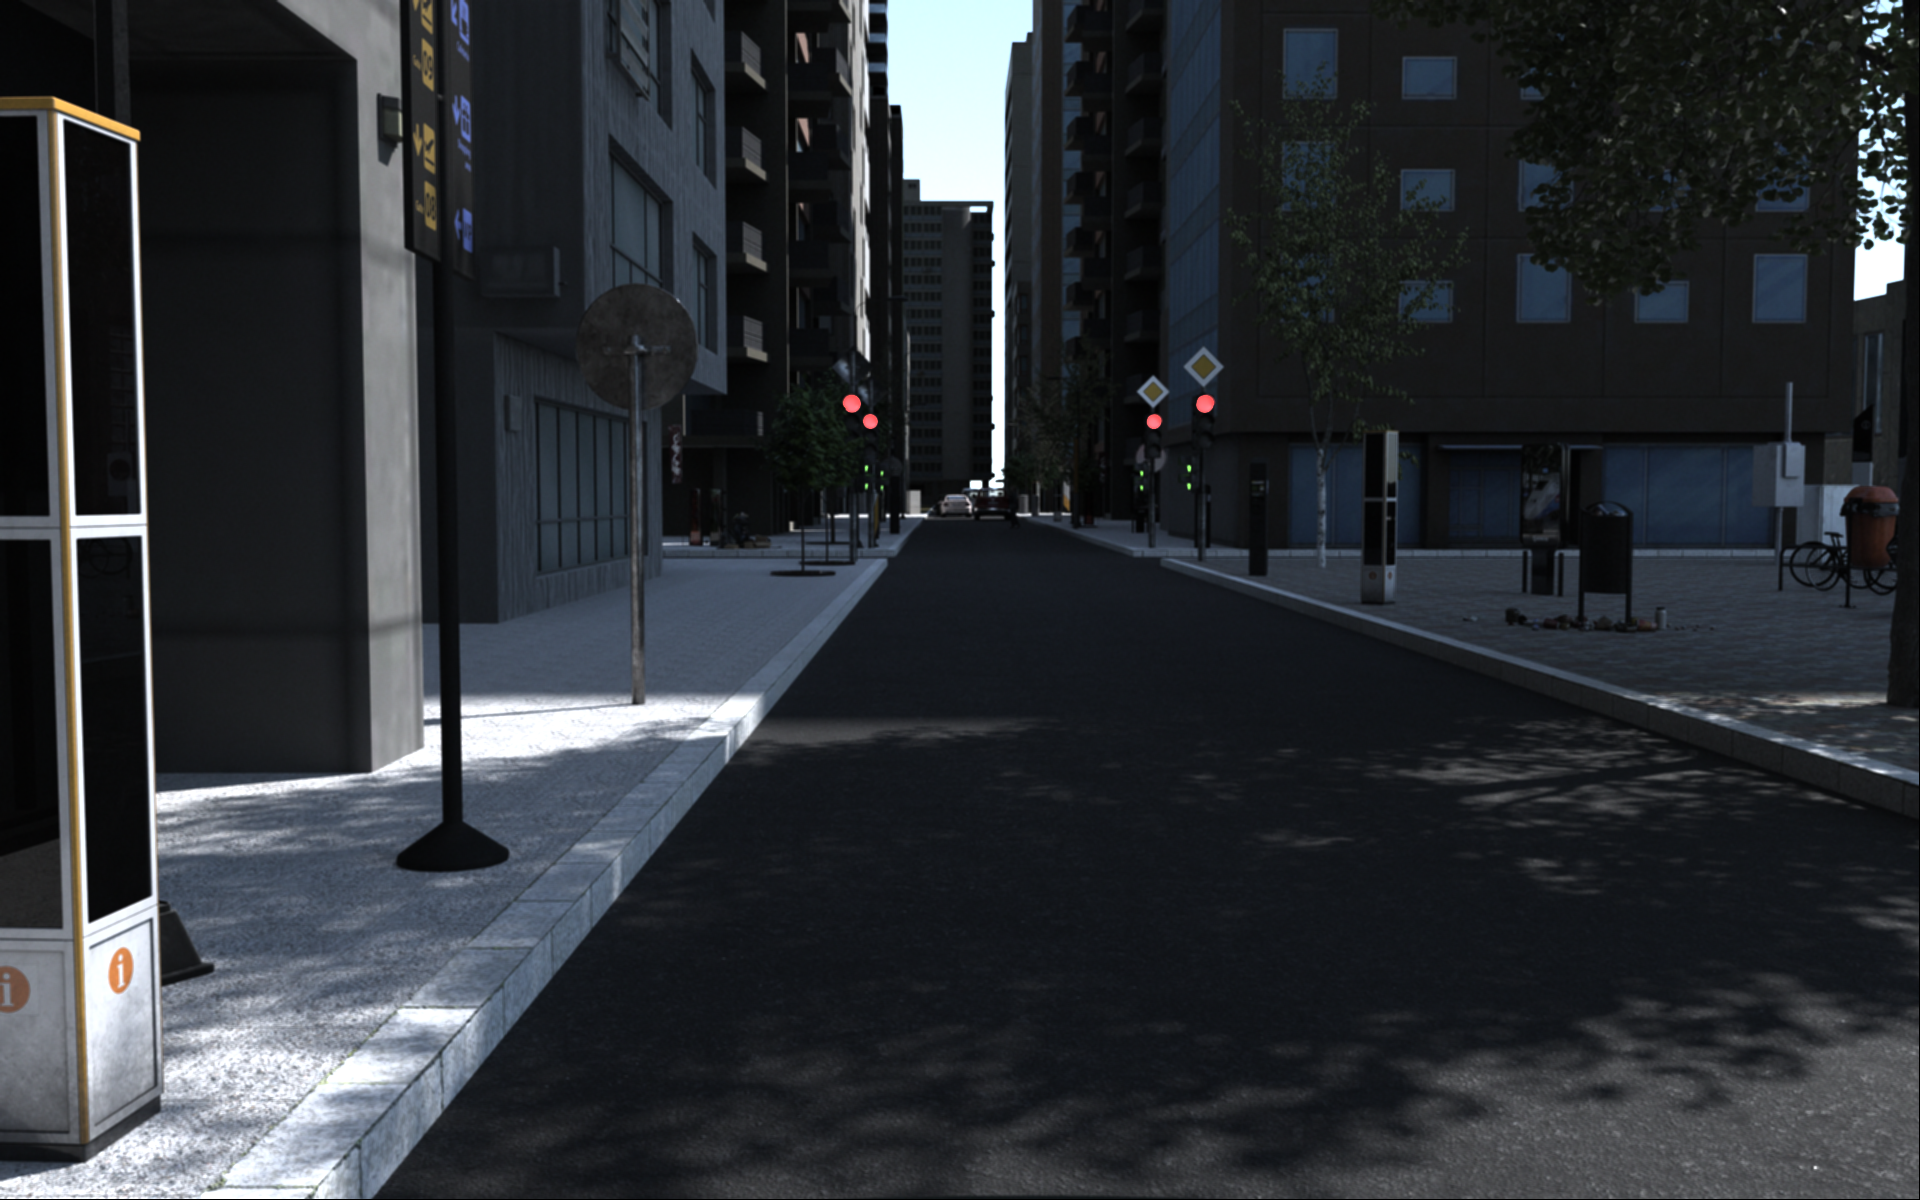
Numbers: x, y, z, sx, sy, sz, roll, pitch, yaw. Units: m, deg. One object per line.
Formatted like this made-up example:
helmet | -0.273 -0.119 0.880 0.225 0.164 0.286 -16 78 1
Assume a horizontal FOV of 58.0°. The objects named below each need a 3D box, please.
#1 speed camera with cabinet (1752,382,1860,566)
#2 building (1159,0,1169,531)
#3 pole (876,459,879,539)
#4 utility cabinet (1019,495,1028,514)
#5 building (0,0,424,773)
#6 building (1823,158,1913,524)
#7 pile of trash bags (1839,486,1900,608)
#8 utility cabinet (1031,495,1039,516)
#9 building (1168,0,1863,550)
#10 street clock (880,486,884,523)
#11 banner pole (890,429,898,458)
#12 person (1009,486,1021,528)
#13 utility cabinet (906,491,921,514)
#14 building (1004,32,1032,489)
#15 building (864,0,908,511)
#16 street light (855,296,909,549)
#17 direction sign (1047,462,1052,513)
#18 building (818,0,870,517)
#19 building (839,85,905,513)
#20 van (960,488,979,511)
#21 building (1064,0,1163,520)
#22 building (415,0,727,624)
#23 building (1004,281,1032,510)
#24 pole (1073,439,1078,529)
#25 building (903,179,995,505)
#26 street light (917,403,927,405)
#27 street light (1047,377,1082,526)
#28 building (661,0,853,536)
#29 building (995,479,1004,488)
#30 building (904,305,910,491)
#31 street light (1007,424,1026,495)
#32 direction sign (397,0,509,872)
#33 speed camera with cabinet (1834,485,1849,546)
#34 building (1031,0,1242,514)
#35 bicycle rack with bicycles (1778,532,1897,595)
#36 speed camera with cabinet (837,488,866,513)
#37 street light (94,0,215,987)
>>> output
speed camera with cabinet | 15.262 -2.255 31.203 2.038 3.252 0.660 -1 4 -21
building | 14.180 -17.845 63.470 14.160 30.474 14.107 0 4 0
pole | -2.414 -3.384 49.177 0.158 3.312 0.155 0 3 0
utility cabinet | 4.146 -6.227 112.968 0.306 1.237 1.020 -1 4 -18
building | -12.875 -34.479 1.990 20.563 71.187 20.611 0 4 0
building | 43.767 -45.032 48.945 31.000 86.520 22.319 0 4 0
pile of trash bags | 10.581 -0.519 18.231 1.912 1.369 3.447 -1 4 -13
utility cabinet | 4.331 -5.418 99.751 0.306 1.237 1.020 1 4 11
building | 13.207 -24.166 45.230 14.200 45.320 14.600 0 4 0
street clock | -3.622 -4.500 78.148 0.471 2.002 0.358 0 4 1
banner pole | -2.530 -4.667 66.317 0.401 3.779 0.863 1 4 18
person | 2.283 -3.885 72.445 0.534 1.772 0.576 0 4 -4
utility cabinet | -2.918 -6.080 108.090 0.318 1.500 1.173 2 4 32
building | 15.590 -33.994 179.505 21.300 48.544 21.600 0 4 0
building | -15.473 -50.834 143.814 22.319 86.520 31.000 0 4 0
street light | -1.901 -4.173 40.774 1.470 5.913 1.316 0 4 0
direction sign | 6.010 -7.580 115.935 0.379 3.537 0.876 0 4 2
building | -19.123 -31.239 99.990 28.713 52.752 27.495 0 4 0
building | -11.162 -21.481 122.908 14.160 30.474 14.107 0 4 0
van | 0.730 -7.197 124.683 2.013 2.044 4.112 0 4 -2
building | 17.010 -26.781 92.490 22.147 44.769 28.867 0 4 0
building | -10.603 -20.737 22.646 14.086 41.232 14.154 0 4 0
building | 18.294 -18.967 155.148 27.650 21.520 28.899 0 4 0
pole | 4.262 -4.275 63.734 0.158 3.312 0.155 0 3 0
building | -7.674 -32.069 216.210 23.993 40.220 32.217 0 4 0
street light | -2.376 -7.063 88.025 1.470 5.913 1.316 0 4 0
street light | 4.156 -5.874 68.585 1.470 5.913 1.316 0 4 0
building | -15.496 -25.047 64.148 22.147 44.769 28.867 0 4 0
building | 18.799 -34.026 210.941 28.867 44.769 22.147 0 4 0
building | -19.919 -20.348 177.722 28.899 21.520 27.650 0 4 0
street light | 3.815 -8.702 114.823 1.470 5.913 1.316 0 4 0
direction sign | -1.773 -0.854 5.955 0.379 3.537 0.876 0 4 -3
speed camera with cabinet | 22.431 -2.908 41.878 2.038 3.252 0.660 0 4 4
building | 12.746 -29.506 132.537 14.600 45.320 14.200 0 4 0
bicycle rack with bicycles | 12.131 -0.575 22.789 2.852 0.926 2.925 -2 4 -25
speed camera with cabinet | -7.336 -7.450 116.143 2.038 3.252 0.660 1 4 10
street light | -1.643 -1.950 4.423 1.470 5.913 1.316 0 4 0
